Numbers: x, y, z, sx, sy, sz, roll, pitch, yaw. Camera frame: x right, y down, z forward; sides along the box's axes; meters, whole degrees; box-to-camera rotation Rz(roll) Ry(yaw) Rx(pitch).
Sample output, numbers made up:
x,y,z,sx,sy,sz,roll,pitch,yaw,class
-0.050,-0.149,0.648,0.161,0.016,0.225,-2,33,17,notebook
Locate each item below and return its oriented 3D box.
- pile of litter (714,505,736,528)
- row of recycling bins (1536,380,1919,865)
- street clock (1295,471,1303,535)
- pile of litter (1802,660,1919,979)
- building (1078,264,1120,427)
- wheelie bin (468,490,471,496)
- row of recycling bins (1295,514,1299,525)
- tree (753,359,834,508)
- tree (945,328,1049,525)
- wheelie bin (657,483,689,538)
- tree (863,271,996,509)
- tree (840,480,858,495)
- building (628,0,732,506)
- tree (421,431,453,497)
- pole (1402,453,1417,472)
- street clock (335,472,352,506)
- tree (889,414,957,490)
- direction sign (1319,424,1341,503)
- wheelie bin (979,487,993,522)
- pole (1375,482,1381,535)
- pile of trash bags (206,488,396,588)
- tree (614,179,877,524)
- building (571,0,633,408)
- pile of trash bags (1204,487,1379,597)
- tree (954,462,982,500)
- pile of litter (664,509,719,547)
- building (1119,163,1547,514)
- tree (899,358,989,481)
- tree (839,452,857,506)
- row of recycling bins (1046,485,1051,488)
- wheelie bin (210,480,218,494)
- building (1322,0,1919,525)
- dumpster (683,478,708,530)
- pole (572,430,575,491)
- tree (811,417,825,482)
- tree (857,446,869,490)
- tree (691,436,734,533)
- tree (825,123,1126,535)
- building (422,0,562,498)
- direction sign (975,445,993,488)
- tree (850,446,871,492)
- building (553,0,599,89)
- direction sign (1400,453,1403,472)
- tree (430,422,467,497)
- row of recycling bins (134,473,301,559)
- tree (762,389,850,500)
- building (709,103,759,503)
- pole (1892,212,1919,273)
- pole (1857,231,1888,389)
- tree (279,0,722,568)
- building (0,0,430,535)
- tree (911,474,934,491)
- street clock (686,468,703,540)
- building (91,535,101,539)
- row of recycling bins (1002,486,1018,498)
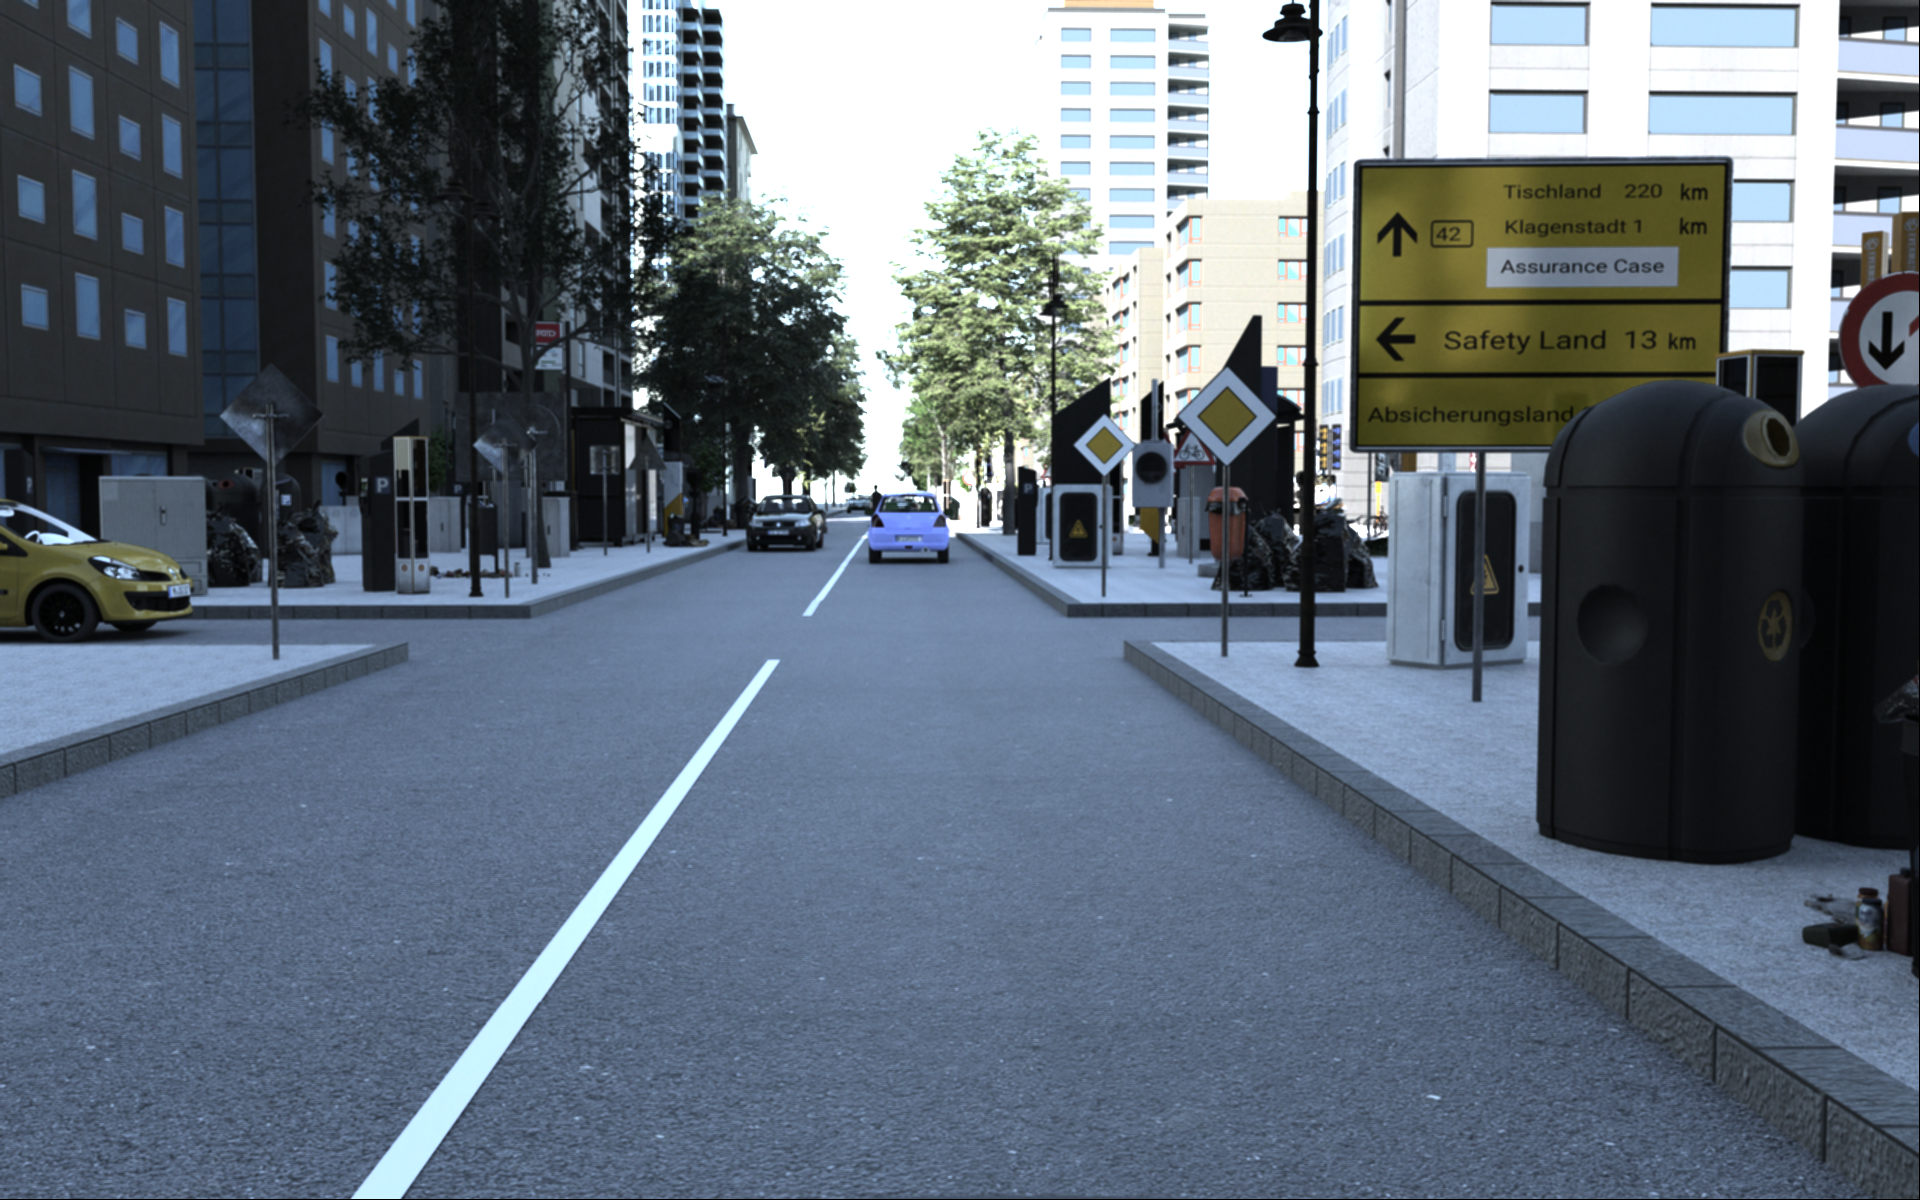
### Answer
x,y,z,sx,sy,sz,roll,pitch,yaw,class
-8.904,-3.159,65.612,1.176,0.858,1.719,3,4,38,pile of litter
3.929,0.034,6.564,3.534,1.692,1.069,0,4,-6,row of recycling bins
10.733,-3.035,54.185,0.471,2.002,0.358,-1,4,-19,street clock
2.943,0.573,4.602,1.176,0.858,1.719,1,4,11,pile of litter
25.169,-18.359,145.208,27.650,21.520,28.899,0,4,-2,building
-18.534,-3.584,66.500,0.693,1.594,0.980,-1,4,-21,wheelie bin
13.791,-3.976,72.119,3.534,1.692,1.069,3,5,42,row of recycling bins
-9.442,-8.737,93.204,4.737,8.622,4.395,0,3,0,tree
1.664,-7.412,71.545,4.737,8.622,4.395,0,3,0,tree
-8.489,-2.643,51.117,0.980,1.594,0.693,0,4,-4,wheelie bin
-2.262,-17.976,149.803,12.611,20.169,13.585,0,3,0,tree
-14.840,-14.421,230.389,1.663,3.219,1.824,0,3,0,tree
-38.238,-54.671,206.549,22.319,86.520,31.000,0,4,-2,building
-16.358,-3.571,52.988,1.663,3.219,1.824,0,3,0,tree
6.731,-1.963,25.941,0.158,3.312,0.155,0,3,0,pole
-19.967,-3.154,56.130,0.471,2.002,0.358,1,4,23,street clock
-4.560,-19.239,231.561,9.611,12.733,9.660,0,3,0,tree
12.059,-3.946,56.516,0.379,3.537,0.876,-3,4,-38,direction sign
1.216,-4.382,79.550,0.693,1.594,0.980,1,4,14,wheelie bin
13.150,-3.706,54.431,0.158,3.312,0.155,0,3,0,pole
-9.194,-0.895,24.391,3.447,1.369,1.912,0,4,4,pile of trash bags
-9.003,-10.006,70.248,9.857,13.997,8.962,0,3,0,tree
-33.983,-42.435,132.072,20.563,71.187,20.611,0,4,-2,building
4.181,-0.808,22.961,1.912,1.369,3.447,2,4,34,pile of trash bags
0.634,-6.616,102.767,1.663,3.219,1.824,0,3,0,tree
-6.723,-1.746,42.511,1.176,0.858,1.719,0,4,2,pile of litter
26.521,-16.597,116.393,27.650,21.520,28.899,0,4,-2,building
-0.615,-12.220,125.556,9.928,11.665,9.643,0,3,0,tree
-12.348,-12.552,155.592,4.737,8.622,4.395,0,3,0,tree
3.868,-4.588,82.120,1.069,1.692,3.534,1,4,15,row of recycling bins
-17.163,-1.945,39.714,0.693,1.594,0.980,0,4,8,wheelie bin
26.516,-32.496,73.307,21.231,58.520,28.212,0,4,-2,building
-9.756,-3.457,62.282,1.264,1.857,1.865,0,4,-2,dumpster
-10.749,-3.311,47.975,0.158,3.312,0.155,0,3,0,pole
-12.358,-15.624,173.580,7.486,12.596,7.792,0,3,0,tree
-12.220,-14.454,186.677,4.737,8.622,4.395,0,3,0,tree
-8.277,-3.839,57.362,1.663,3.219,1.824,0,3,0,tree
1.133,-8.315,54.084,7.486,12.596,7.792,0,3,0,tree
-28.461,-19.269,86.750,14.160,30.474,14.107,0,4,-2,building
1.131,-5.418,80.580,0.876,3.537,0.379,1,4,22,direction sign
-12.321,-14.911,194.153,4.360,8.622,3.978,0,3,0,tree
-37.834,-31.745,108.261,28.713,52.752,27.495,0,4,-2,building
15.886,-4.298,62.267,0.379,3.537,0.876,0,4,7,direction sign
-23.482,-5.772,78.090,4.285,4.588,4.351,0,3,0,tree
-14.989,-1.691,34.763,3.534,1.692,1.069,0,4,0,row of recycling bins
-9.678,-9.394,103.951,4.360,8.622,3.978,0,3,0,tree
-42.650,-39.631,237.199,28.713,52.752,27.495,0,4,-2,building
6.873,-1.151,12.655,0.158,3.312,0.155,0,3,0,pole
7.139,-1.209,13.603,0.158,3.312,0.155,0,3,0,pole
-7.604,-5.833,29.790,7.601,10.594,8.767,0,4,-4,tree
-28.856,-25.324,64.155,14.600,45.320,14.200,0,4,-2,building
-4.684,-14.356,218.428,4.285,4.588,4.351,0,3,0,tree
-7.408,-2.678,48.361,0.471,2.002,0.358,3,5,44,street clock
-28.677,-23.968,41.989,14.600,45.320,14.200,0,4,-2,building
2.368,-4.175,75.378,1.069,1.692,3.534,0,4,-4,row of recycling bins
